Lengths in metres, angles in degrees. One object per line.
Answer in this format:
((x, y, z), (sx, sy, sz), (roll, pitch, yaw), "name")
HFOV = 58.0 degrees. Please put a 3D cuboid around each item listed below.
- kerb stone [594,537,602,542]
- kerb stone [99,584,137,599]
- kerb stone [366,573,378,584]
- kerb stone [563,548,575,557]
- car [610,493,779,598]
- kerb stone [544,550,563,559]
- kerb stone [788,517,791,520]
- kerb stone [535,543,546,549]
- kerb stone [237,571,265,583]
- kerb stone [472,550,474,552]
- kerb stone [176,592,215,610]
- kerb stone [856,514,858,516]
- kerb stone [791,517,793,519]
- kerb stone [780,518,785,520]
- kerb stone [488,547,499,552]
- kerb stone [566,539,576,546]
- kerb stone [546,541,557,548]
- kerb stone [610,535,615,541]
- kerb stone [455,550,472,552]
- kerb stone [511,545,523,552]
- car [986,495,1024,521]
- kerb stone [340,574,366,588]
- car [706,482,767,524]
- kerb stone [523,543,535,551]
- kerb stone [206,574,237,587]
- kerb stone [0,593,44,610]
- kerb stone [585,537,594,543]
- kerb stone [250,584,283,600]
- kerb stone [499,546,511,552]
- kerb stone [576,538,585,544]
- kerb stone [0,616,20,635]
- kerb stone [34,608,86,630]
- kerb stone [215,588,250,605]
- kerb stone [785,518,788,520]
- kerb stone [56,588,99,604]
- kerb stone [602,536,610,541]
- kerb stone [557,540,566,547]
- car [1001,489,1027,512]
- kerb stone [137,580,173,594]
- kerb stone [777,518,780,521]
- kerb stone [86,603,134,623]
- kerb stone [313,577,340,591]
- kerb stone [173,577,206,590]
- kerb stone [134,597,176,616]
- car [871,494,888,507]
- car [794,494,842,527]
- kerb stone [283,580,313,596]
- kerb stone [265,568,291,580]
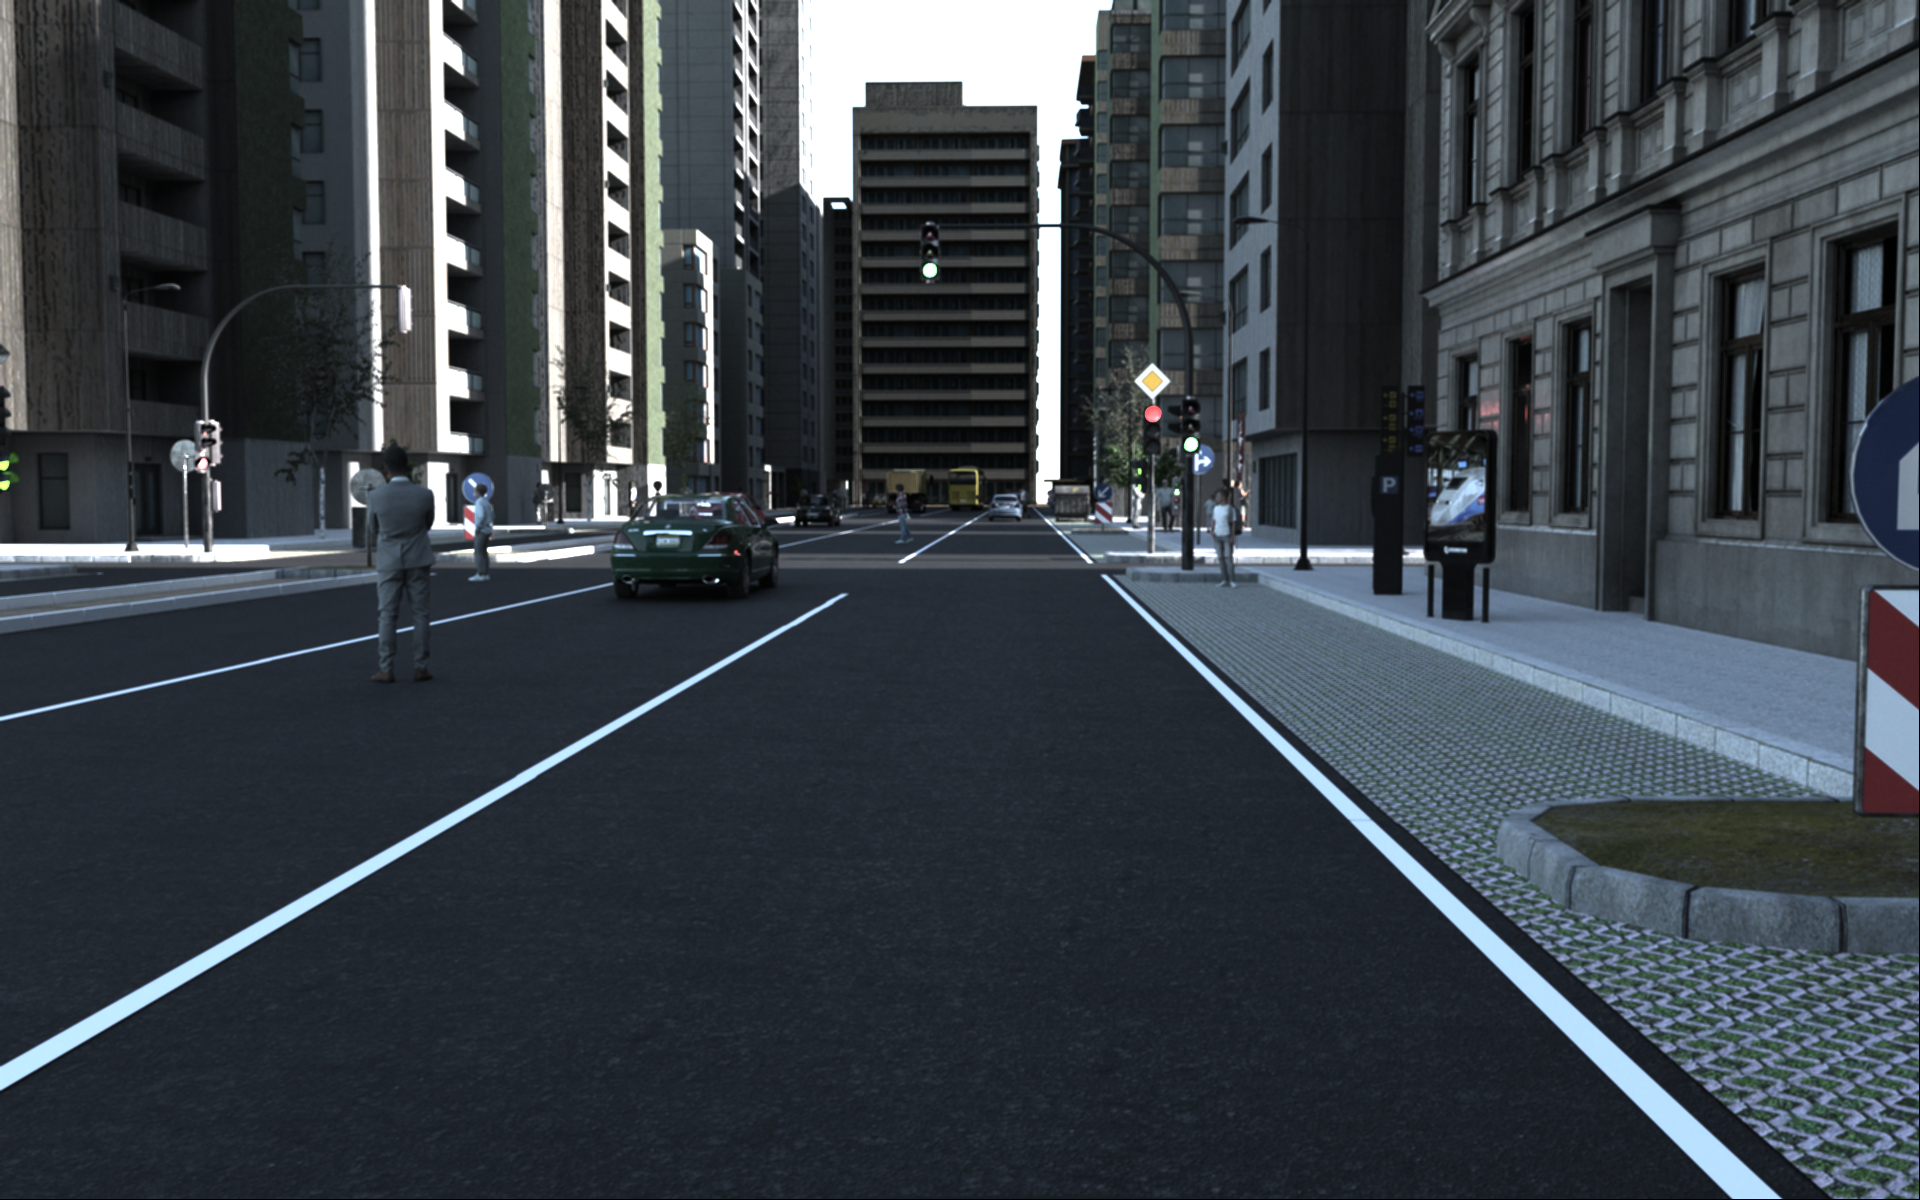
((-10.809, -1.769, 51.125), (0.120, 0.150, 1.000), (0, 4, 2), "kerb stone")
((-11.738, -0.103, 23.974), (0.120, 0.150, 1.000), (0, 4, 2), "kerb stone")
((-9.496, -0.346, 27.961), (0.120, 0.150, 1.000), (0, 4, 2), "kerb stone")
((-9.095, -1.077, 39.801), (0.120, 0.150, 1.000), (0, 4, 2), "kerb stone")
((-3.784, -0.821, 25.229), (2.131, 1.459, 4.920), (0, 4, 2), "car")
((-9.130, -1.014, 38.774), (0.120, 0.150, 1.000), (0, 4, 2), "kerb stone")
((-9.372, -4.339, 93.133), (0.120, 0.150, 1.000), (0, 4, 2), "kerb stone")
((-11.021, -1.393, 44.972), (0.120, 0.150, 1.000), (0, 4, 2), "kerb stone")
((-11.588, -0.356, 28.089), (0.120, 0.150, 1.000), (0, 4, 2), "kerb stone")
((-11.196, -1.079, 39.862), (0.120, 0.150, 1.000), (0, 4, 2), "kerb stone")
((-9.707, 0.023, 21.814), (0.120, 0.150, 1.000), (0, 4, 2), "kerb stone")
((-6.714, -5.340, 109.498), (0.120, 0.150, 1.000), (0, 4, 2), "kerb stone")
((-9.338, -4.401, 94.157), (0.120, 0.150, 1.000), (0, 4, 2), "kerb stone")
((-9.441, -4.213, 91.083), (0.120, 0.150, 1.000), (0, 4, 2), "kerb stone")
((-11.154, -1.143, 40.884), (0.120, 0.150, 1.000), (0, 4, 2), "kerb stone")
((-10.913, -1.581, 48.050), (0.120, 0.150, 1.000), (0, 4, 2), "kerb stone")
((-10.977, -1.448, 46.007), (0.120, 0.150, 1.000), (0, 4, 2), "kerb stone")
((-10.738, -1.895, 53.178), (0.120, 0.150, 1.000), (0, 4, 2), "kerb stone")
((-11.220, -1.018, 38.840), (0.120, 0.150, 1.000), (0, 4, 2), "kerb stone")
((-11.086, -1.264, 42.927), (0.120, 0.150, 1.000), (0, 4, 2), "kerb stone")
((2.398, -4.916, 92.380), (2.014, 1.417, 4.499), (0, 4, 1), "car")
((-9.533, -0.284, 26.935), (0.120, 0.150, 1.000), (0, 4, 2), "kerb stone")
((-6.978, -2.645, 52.293), (2.155, 1.783, 4.494), (0, 4, 3), "car")
((-11.052, -1.331, 43.950), (0.120, 0.150, 1.000), (0, 4, 2), "kerb stone")
((-11.623, -0.298, 27.066), (0.120, 0.150, 1.000), (0, 4, 2), "kerb stone")
((-11.809, 0.017, 21.920), (0.120, 0.150, 1.000), (0, 4, 2), "kerb stone")
((-10.839, -1.707, 50.103), (0.120, 0.150, 1.000), (0, 4, 2), "kerb stone")
((-9.640, -0.102, 23.856), (0.120, 0.150, 1.000), (0, 4, 2), "kerb stone")
((-11.131, -1.203, 41.906), (0.120, 0.150, 1.000), (0, 4, 2), "kerb stone")
((-10.885, -1.644, 49.075), (0.120, 0.150, 1.000), (0, 4, 2), "kerb stone")
((-9.844, 0.274, 17.718), (0.120, 0.150, 1.000), (0, 4, 2), "kerb stone")
((-9.810, 0.211, 18.741), (0.120, 0.150, 1.000), (0, 4, 2), "kerb stone")
((-9.674, -0.039, 22.835), (0.120, 0.150, 1.000), (0, 4, 2), "kerb stone")
((-9.402, -4.276, 92.107), (0.120, 0.150, 1.000), (0, 4, 2), "kerb stone")
((-11.766, -0.046, 22.950), (0.120, 0.150, 1.000), (0, 4, 2), "kerb stone")
((-10.779, -1.832, 52.146), (0.120, 0.150, 1.000), (0, 4, 2), "kerb stone")
((-10.955, -1.517, 47.028), (0.120, 0.150, 1.000), (0, 4, 2), "kerb stone")
((4.383, -7.928, 138.292), (2.281, 1.827, 5.304), (0, 4, 2), "car")
((-11.707, -0.169, 25.010), (0.120, 0.150, 1.000), (0, 4, 2), "kerb stone")
((-9.515, -4.088, 89.036), (0.120, 0.150, 1.000), (0, 4, 2), "kerb stone")
((-9.777, 0.149, 19.767), (0.120, 0.150, 1.000), (0, 4, 2), "kerb stone")
((-9.568, -0.227, 25.911), (0.120, 0.150, 1.000), (0, 4, 2), "kerb stone")
((-11.668, -0.235, 26.038), (0.120, 0.150, 1.000), (0, 4, 2), "kerb stone")
((-9.742, 0.091, 20.791), (0.120, 0.150, 1.000), (0, 4, 2), "kerb stone")
((-8.545, -10.835, 187.368), (2.015, 1.641, 3.980), (0, 4, 1), "car")
((-6.297, -4.098, 76.781), (2.009, 1.686, 4.222), (0, 4, 2), "car")
((-9.598, -0.164, 24.885), (0.120, 0.150, 1.000), (0, 4, 2), "kerb stone")
((-11.564, -0.423, 29.116), (0.120, 0.150, 1.000), (0, 4, 2), "kerb stone")
